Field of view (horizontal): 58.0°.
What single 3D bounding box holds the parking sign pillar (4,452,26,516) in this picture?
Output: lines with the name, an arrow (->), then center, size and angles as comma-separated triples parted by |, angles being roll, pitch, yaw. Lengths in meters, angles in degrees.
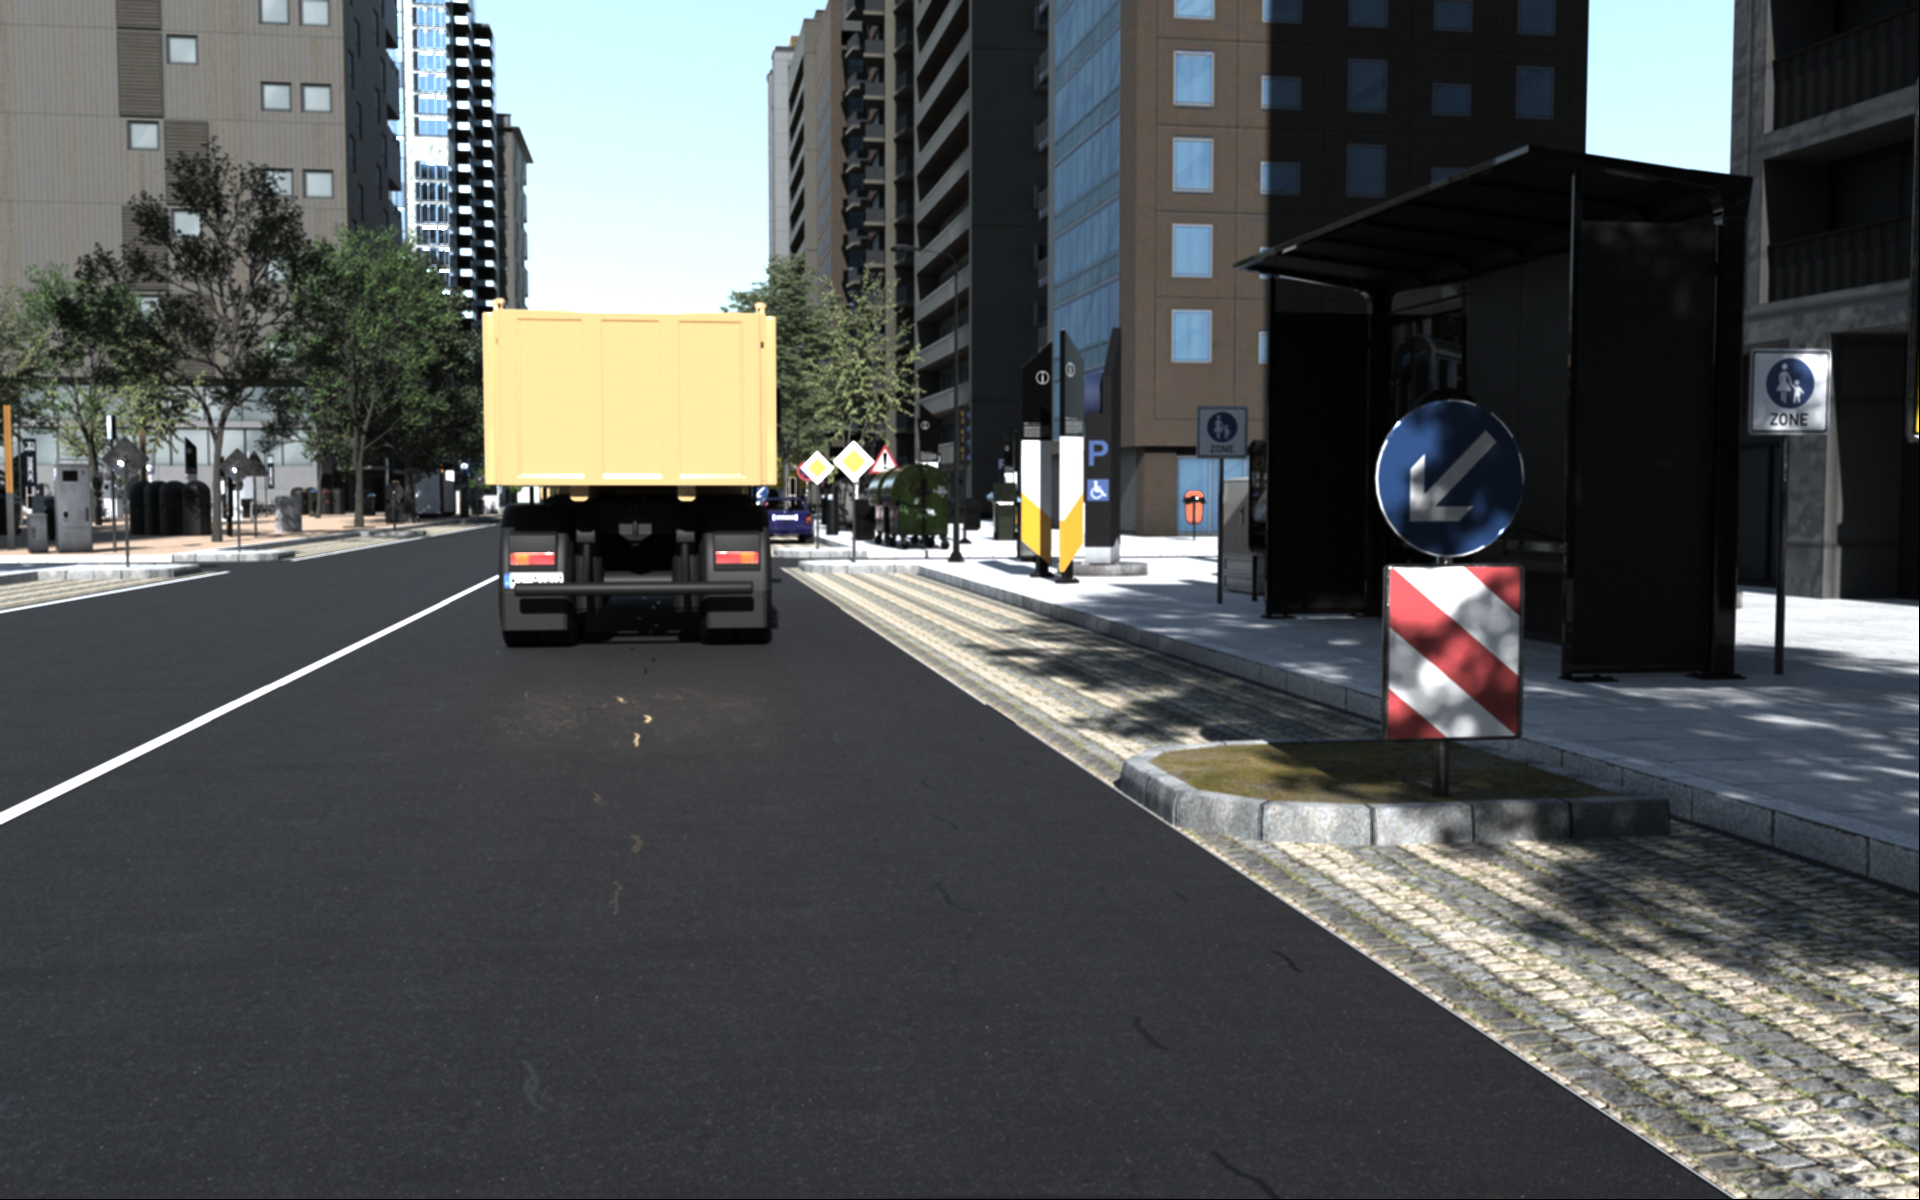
parking sign pillar -> -56.350, -7.040, 103.574 | 1.447, 3.967, 1.447 | -1, 4, -21

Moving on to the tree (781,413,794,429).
tree -> -16.671, -13.563, 132.122 | 12.009, 13.543, 11.850 | 0, 3, 0

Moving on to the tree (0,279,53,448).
tree -> -32.415, -6.562, 57.644 | 4.737, 8.622, 4.395 | 0, 3, 0

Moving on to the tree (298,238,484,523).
tree -> -24.831, -9.852, 78.086 | 9.611, 12.733, 9.660 | 0, 3, 0

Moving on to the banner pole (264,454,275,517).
banner pole -> -38.444, -6.503, 96.333 | 0.863, 3.779, 0.401 | 2, 4, 24

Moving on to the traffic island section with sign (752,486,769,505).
traffic island section with sign -> -7.407, -3.308, 62.713 | 1.989, 1.847, 2.006 | -1, 4, -10

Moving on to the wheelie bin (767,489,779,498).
wheelie bin -> -10.129, -5.163, 92.324 | 0.980, 1.594, 0.693 | -3, 4, -37

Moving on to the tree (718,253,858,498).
tree -> -8.381, -10.007, 81.746 | 7.486, 12.596, 7.792 | 0, 3, 0

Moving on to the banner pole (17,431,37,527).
banner pole -> -36.996, -4.809, 68.643 | 0.401, 3.779, 0.863 | 3, 4, 39

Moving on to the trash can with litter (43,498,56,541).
trash can with litter -> -24.842, -2.226, 47.790 | 1.055, 1.170, 0.624 | 3, 5, 42

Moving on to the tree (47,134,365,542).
tree -> -19.923, -6.816, 45.856 | 8.767, 10.594, 7.601 | -1, 4, -10

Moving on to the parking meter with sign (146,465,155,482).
parking meter with sign -> -47.889, -6.496, 102.467 | 0.543, 3.016, 1.738 | -2, 4, -26

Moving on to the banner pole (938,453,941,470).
banner pole -> -1.410, -6.300, 93.022 | 0.863, 3.779, 0.401 | -1, 4, -15

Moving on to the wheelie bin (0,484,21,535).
wheelie bin -> -30.059, -2.852, 54.546 | 0.693, 1.594, 0.980 | 0, 4, -5

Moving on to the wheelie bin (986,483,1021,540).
wheelie bin -> 1.210, -2.461, 48.142 | 0.980, 1.594, 0.693 | 0, 4, -6

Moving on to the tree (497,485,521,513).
tree -> -31.273, -10.236, 117.728 | 4.737, 8.622, 4.395 | 0, 3, 0

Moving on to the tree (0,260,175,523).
tree -> -39.260, -9.321, 78.153 | 9.928, 11.665, 9.643 | 0, 3, 0

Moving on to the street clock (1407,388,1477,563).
street clock -> 3.324, -0.452, 11.959 | 0.471, 2.002, 0.358 | 0, 4, -1

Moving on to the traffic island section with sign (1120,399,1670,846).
traffic island section with sign -> 1.820, 0.039, 7.990 | 1.989, 1.847, 2.006 | -1, 4, -10

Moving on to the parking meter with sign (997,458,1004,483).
parking meter with sign -> 2.258, -5.455, 85.452 | 0.543, 3.016, 1.738 | 1, 4, 12

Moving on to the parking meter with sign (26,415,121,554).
parking meter with sign -> -19.386, -2.540, 37.791 | 1.738, 3.016, 0.543 | -3, 4, -37

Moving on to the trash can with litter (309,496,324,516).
trash can with litter -> -37.418, -5.459, 100.634 | 0.624, 1.170, 1.055 | 0, 4, 1

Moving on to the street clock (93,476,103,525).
street clock -> -35.445, -4.077, 71.228 | 0.358, 2.002, 0.471 | 0, 4, -5

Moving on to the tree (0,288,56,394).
tree -> -29.413, -6.172, 51.277 | 4.360, 8.622, 3.978 | 0, 3, 0

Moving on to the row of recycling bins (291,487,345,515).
row of recycling bins -> -39.974, -6.155, 107.744 | 1.069, 1.692, 3.534 | 3, 4, 37

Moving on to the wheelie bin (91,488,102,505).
wheelie bin -> -47.634, -5.331, 95.072 | 0.693, 1.594, 0.980 | 2, 4, 26

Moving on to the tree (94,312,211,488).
tree -> -30.972, -7.087, 66.240 | 4.737, 8.622, 4.395 | 0, 3, 0

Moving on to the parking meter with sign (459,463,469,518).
parking meter with sign -> -27.342, -6.070, 95.498 | 0.543, 3.016, 1.738 | -1, 4, -15

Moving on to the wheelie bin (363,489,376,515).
wheelie bin -> -35.736, -5.916, 104.634 | 0.980, 1.594, 0.693 | 1, 4, 9

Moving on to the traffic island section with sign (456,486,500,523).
traffic island section with sign -> -24.063, -4.764, 86.526 | 1.989, 1.847, 2.006 | -1, 4, -10

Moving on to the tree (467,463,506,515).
tree -> -29.657, -6.907, 107.535 | 1.663, 3.219, 1.824 | 0, 3, 0

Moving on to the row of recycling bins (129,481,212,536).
row of recycling bins -> -24.842, -2.893, 54.410 | 3.534, 1.692, 1.069 | 2, 4, 32

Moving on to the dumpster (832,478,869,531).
dumpster -> -3.816, -3.338, 60.333 | 1.264, 1.857, 1.865 | -1, 4, -10

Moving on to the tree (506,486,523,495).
tree -> -34.364, -8.524, 133.974 | 1.663, 3.219, 1.824 | 0, 3, 0

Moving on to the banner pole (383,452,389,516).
banner pole -> -33.998, -6.893, 102.720 | 0.401, 3.779, 0.863 | -3, 4, -37

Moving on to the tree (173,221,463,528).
tree -> -22.939, -8.575, 65.962 | 9.928, 11.665, 9.643 | 0, 3, 0

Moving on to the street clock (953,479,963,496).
street clock -> -0.091, -4.784, 82.793 | 0.358, 2.002, 0.471 | 3, 5, 42

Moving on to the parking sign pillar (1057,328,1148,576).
parking sign pillar -> 2.278, -2.390, 27.557 | 1.447, 3.967, 1.447 | 1, 4, 12

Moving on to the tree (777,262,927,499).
tree -> -3.251, -6.444, 55.714 | 4.737, 8.622, 4.395 | 0, 3, 0

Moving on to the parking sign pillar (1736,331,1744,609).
parking sign pillar -> 8.196, -1.914, 19.772 | 1.447, 3.967, 1.447 | -2, 4, -35

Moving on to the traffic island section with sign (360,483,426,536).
traffic island section with sign -> -19.582, -3.139, 59.944 | 1.989, 1.847, 2.006 | -1, 4, -10
